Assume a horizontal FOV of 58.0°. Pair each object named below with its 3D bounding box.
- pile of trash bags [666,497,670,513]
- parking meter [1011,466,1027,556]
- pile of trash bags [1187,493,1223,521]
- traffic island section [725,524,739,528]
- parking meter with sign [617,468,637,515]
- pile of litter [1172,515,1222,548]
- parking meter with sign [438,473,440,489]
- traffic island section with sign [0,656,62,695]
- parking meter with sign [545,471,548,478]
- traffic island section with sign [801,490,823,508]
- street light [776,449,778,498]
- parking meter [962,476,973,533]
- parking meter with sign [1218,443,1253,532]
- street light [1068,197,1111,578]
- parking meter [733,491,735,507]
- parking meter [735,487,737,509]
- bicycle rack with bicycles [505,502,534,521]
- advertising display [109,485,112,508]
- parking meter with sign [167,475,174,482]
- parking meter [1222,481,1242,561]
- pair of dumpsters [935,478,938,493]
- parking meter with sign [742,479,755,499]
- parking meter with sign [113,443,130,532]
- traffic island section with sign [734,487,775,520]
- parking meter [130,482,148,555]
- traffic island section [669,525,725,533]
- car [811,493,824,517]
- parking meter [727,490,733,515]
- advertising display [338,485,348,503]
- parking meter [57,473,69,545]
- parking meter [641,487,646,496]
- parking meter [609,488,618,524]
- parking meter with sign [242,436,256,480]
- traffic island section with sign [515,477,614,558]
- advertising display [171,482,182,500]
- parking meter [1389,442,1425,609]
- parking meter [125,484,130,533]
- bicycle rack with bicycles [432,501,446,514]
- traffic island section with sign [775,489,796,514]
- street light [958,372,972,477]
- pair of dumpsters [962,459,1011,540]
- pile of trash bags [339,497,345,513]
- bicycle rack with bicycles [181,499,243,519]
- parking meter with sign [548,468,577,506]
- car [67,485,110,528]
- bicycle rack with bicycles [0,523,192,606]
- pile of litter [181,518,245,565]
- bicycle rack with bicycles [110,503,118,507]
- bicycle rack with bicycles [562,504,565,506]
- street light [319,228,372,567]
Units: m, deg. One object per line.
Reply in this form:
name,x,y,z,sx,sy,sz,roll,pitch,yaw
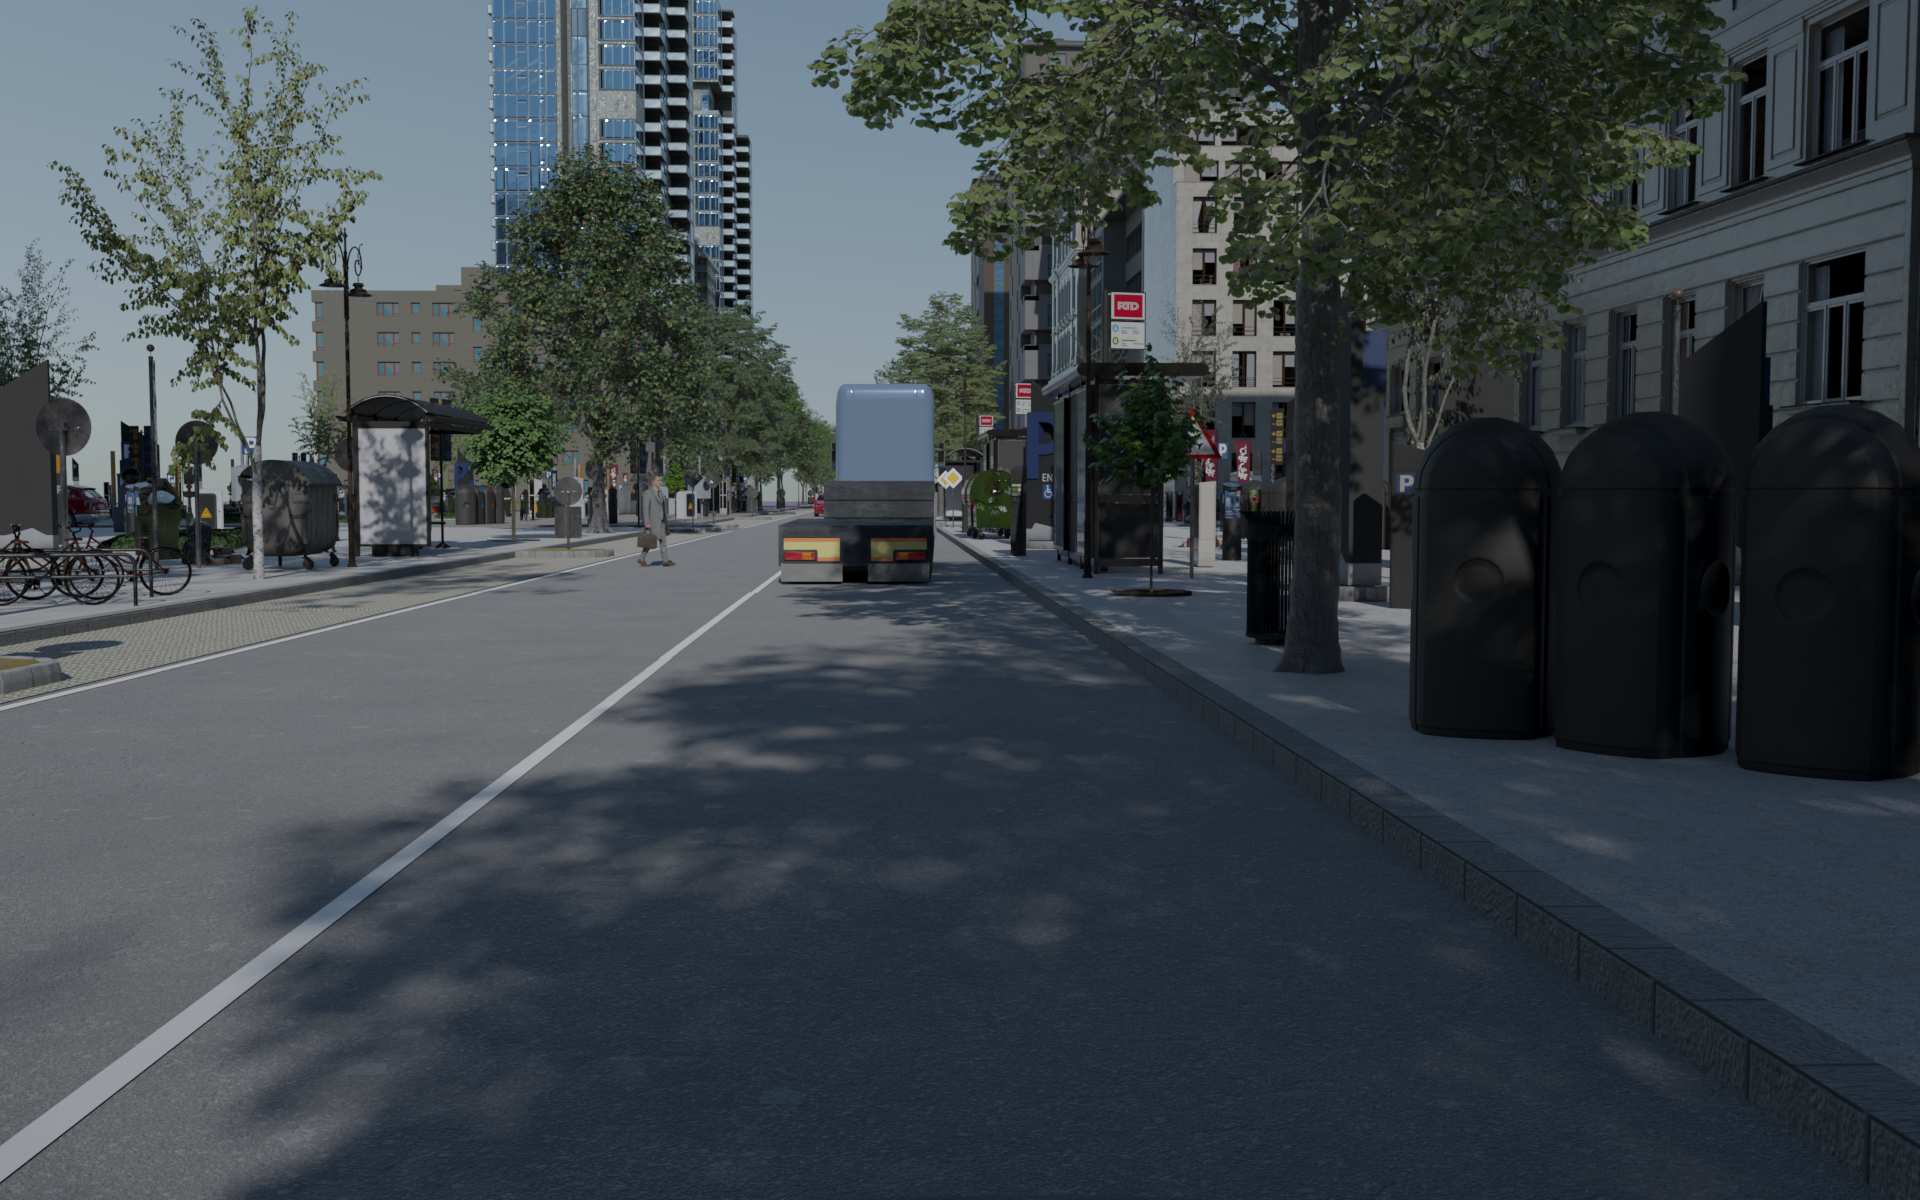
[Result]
pile of trash bags,-20.341,-6.520,116.350,1.912,1.369,3.447,-2,4,-26
parking meter,1.215,-1.848,35.933,0.255,1.863,0.399,1,4,17
pile of trash bags,12.458,-4.517,83.609,3.447,1.369,1.912,3,4,38
traffic island section,-10.471,-3.132,73.482,2.009,0.180,2.903,0,4,-3
parking meter with sign,-21.035,-6.880,108.757,0.543,3.016,1.738,3,4,37
pile of litter,5.872,-1.693,41.650,1.176,0.858,1.719,-2,4,-27
parking meter with sign,-42.710,-8.891,141.630,0.543,3.016,1.738,-1,4,-10
traffic island section with sign,-7.803,-0.244,12.623,1.989,1.847,2.006,0,4,-3
parking meter with sign,-30.837,-8.308,132.101,1.738,3.016,0.543,3,4,37
traffic island section with sign,-14.877,-10.081,173.446,1.989,1.847,2.006,0,4,-3
street light,-15.827,-10.848,150.154,0.468,5.910,1.993,0,4,-3
parking meter,0.274,-3.143,57.105,0.399,1.863,0.255,-1,4,-12
parking meter with sign,9.485,-3.803,58.437,0.543,3.016,1.738,-3,5,-44
street light,1.948,-3.273,26.294,0.468,5.910,1.993,0,4,-3
parking meter,-19.461,-8.552,148.237,0.372,1.533,0.369,0,3,0
parking meter,-18.750,-8.538,145.308,0.255,1.863,0.399,0,4,4
bicycle rack with bicycles,-21.447,-4.277,83.316,2.852,0.926,2.925,0,4,-4
advertising display,-59.482,-7.114,121.519,0.123,1.923,0.974,-1,4,-11
parking meter with sign,-65.490,-9.013,143.624,0.543,3.016,1.738,-2,4,-27
parking meter,5.247,-1.528,33.397,0.372,1.533,0.369,0,3,0
pair of dumpsters,-1.312,-6.298,105.471,1.574,2.255,4.437,0,4,-3
parking meter with sign,-18.204,-9.262,147.691,1.738,3.016,0.543,-2,4,-30
parking meter with sign,-28.409,-3.833,58.938,0.543,3.016,1.738,-1,4,-12
traffic island section with sign,-11.481,-5.353,96.150,1.989,1.847,2.006,0,4,-3
parking meter,-17.125,-1.709,36.349,0.372,1.533,0.369,0,3,0
traffic island section,-10.120,-2.644,65.505,2.009,0.180,2.903,0,4,-3
car,-8.396,-6.217,110.694,2.155,1.783,4.494,0,4,-3
parking meter,-14.440,-6.027,106.954,0.372,1.533,0.369,0,3,0
advertising display,-43.629,-7.158,122.248,0.123,1.923,0.974,3,4,36
parking meter,-22.755,-2.326,43.738,0.399,1.863,0.255,-2,4,-30
parking meter,-25.582,-8.217,140.053,0.255,1.863,0.399,-3,5,-43
parking meter,-14.987,-4.062,74.826,0.372,1.533,0.369,0,3,0
parking meter with sign,-21.623,-3.487,53.276,0.543,3.016,1.738,-1,4,-13
traffic island section with sign,-8.978,-1.891,39.553,1.989,1.847,2.006,0,4,-3
advertising display,-43.785,-5.600,96.774,0.974,1.923,0.123,3,4,39
parking meter,5.033,-0.835,19.368,0.399,1.863,0.255,2,4,30
parking meter,-20.792,-2.152,43.593,0.372,1.533,0.369,0,3,0
bicycle rack with bicycles,-36.346,-6.481,119.341,2.925,0.926,2.852,-1,4,-9
traffic island section with sign,-12.667,-7.000,123.079,1.989,1.847,2.006,0,4,-3
street light,0.189,-5.669,65.474,0.468,5.910,1.993,0,4,-3
pair of dumpsters,0.922,-2.930,50.401,1.574,2.255,4.437,0,4,-2
pile of trash bags,-44.493,-6.784,120.670,3.447,1.369,1.912,-1,4,-8
bicycle rack with bicycles,-36.567,-4.365,84.757,2.925,0.926,2.852,3,4,39
parking meter with sign,-26.952,-7.441,117.928,1.738,3.016,0.543,0,4,-6
car,-36.347,-3.632,68.056,5.304,1.827,2.281,0,4,-4
bicycle rack with bicycles,-10.774,-0.432,20.451,2.925,0.926,2.852,-1,4,-18
pile of litter,-13.800,-1.106,32.044,1.176,0.858,1.719,0,4,2
bicycle rack with bicycles,-63.149,-7.037,128.444,2.852,0.926,2.925,2,4,33
bicycle rack with bicycles,-25.529,-5.932,110.366,2.852,0.926,2.925,3,4,36
street light,-10.671,-3.513,30.222,0.468,5.910,1.993,0,4,-3
